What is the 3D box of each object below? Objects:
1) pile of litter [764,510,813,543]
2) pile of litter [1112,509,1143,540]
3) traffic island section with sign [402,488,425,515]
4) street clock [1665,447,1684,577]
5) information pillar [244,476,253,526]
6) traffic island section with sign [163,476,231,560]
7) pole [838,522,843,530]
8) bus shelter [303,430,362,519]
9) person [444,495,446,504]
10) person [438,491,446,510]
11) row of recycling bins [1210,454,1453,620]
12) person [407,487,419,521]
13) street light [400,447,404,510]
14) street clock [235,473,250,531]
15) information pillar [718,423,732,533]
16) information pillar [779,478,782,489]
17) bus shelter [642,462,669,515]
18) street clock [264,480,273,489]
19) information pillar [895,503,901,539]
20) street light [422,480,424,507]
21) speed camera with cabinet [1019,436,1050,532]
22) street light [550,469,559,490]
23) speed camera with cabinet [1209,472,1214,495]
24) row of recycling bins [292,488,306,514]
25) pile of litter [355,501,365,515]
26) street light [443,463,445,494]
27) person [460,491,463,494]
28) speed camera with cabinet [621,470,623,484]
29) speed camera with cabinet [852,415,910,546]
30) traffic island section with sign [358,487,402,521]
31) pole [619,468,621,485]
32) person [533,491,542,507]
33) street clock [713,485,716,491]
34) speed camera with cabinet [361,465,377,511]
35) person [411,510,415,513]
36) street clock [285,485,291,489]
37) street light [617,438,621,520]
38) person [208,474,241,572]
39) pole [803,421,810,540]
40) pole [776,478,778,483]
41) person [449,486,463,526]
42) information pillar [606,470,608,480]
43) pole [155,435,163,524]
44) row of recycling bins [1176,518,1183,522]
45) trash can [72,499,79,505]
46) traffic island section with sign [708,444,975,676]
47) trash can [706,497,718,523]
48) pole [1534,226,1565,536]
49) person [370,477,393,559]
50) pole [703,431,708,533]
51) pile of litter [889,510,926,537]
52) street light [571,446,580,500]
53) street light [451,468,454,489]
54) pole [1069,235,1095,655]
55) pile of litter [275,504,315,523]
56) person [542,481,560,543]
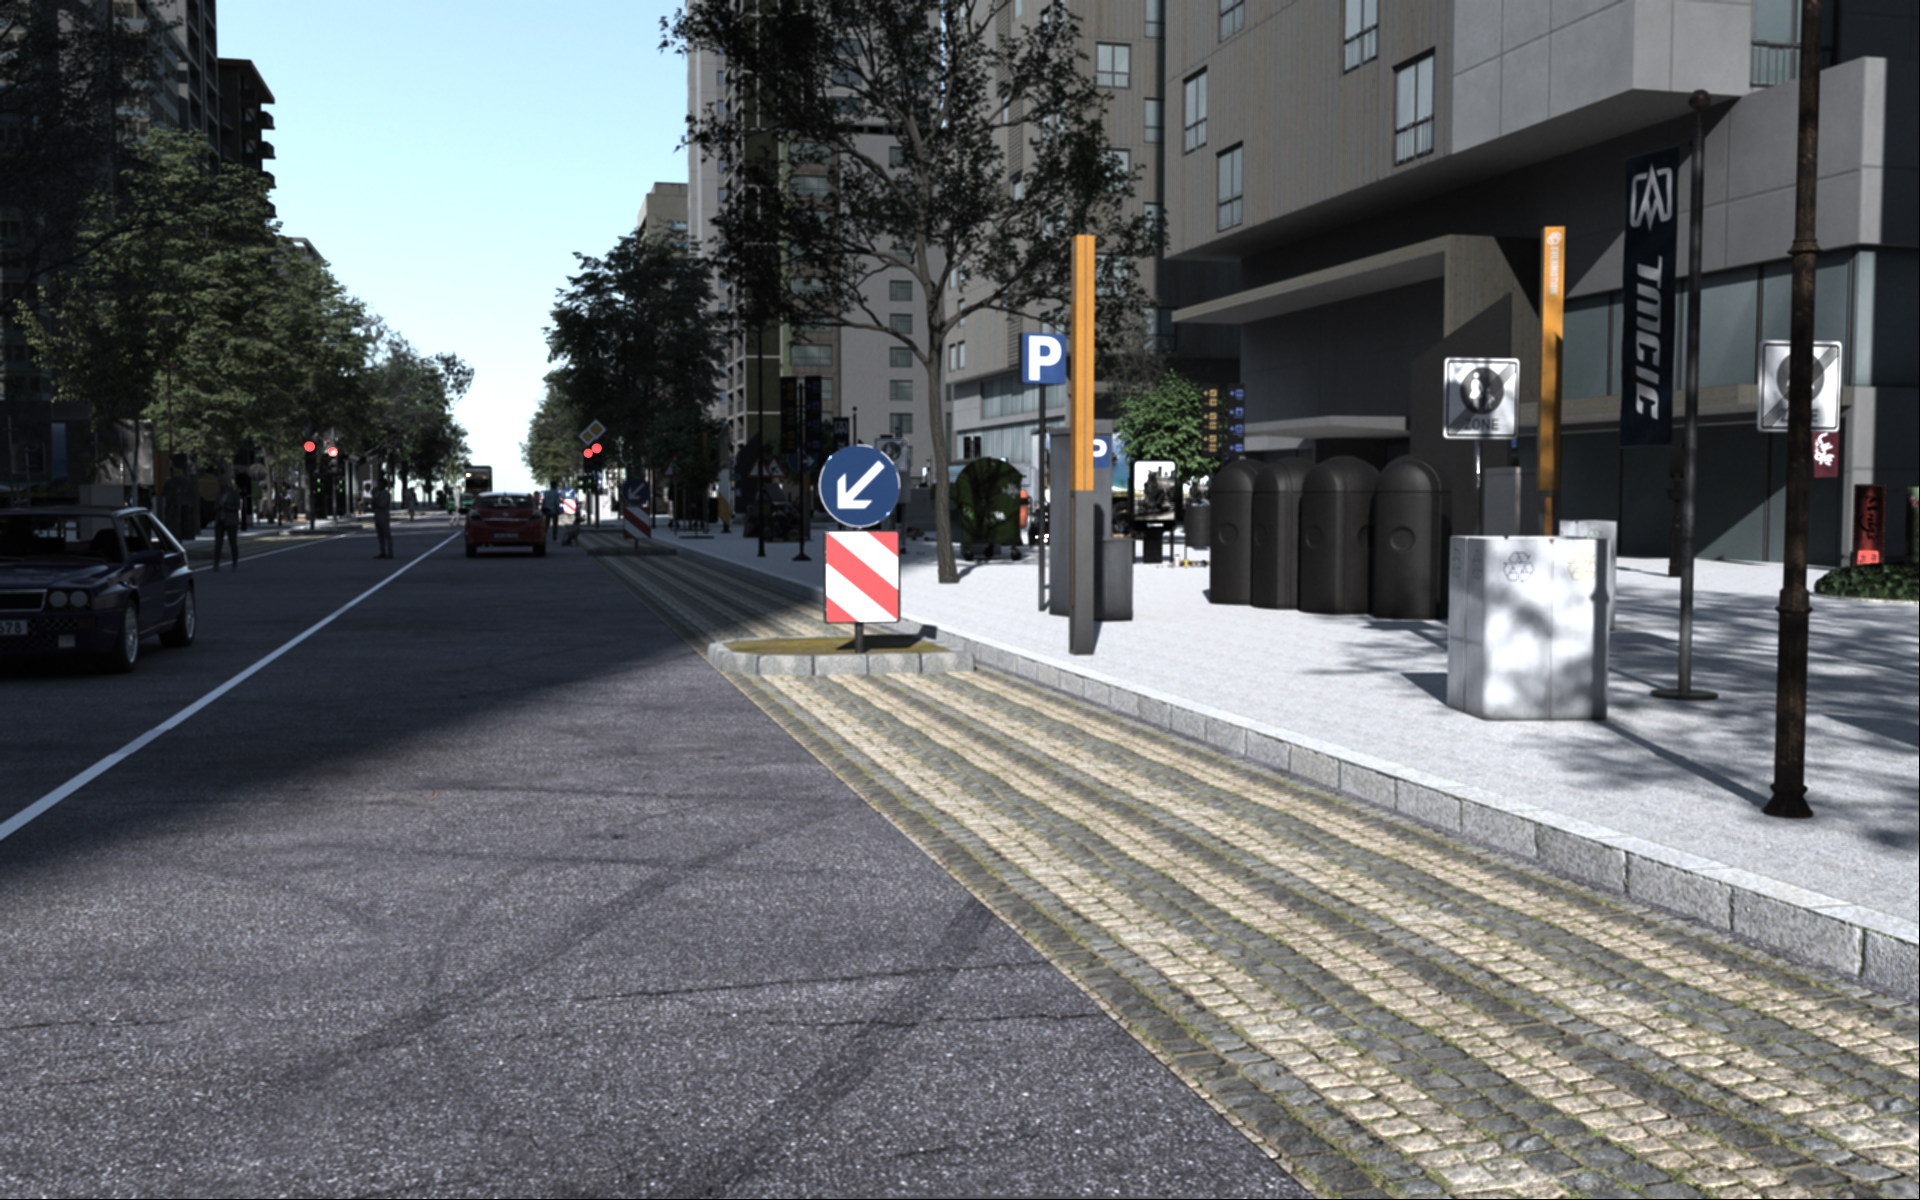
[{"bbox_3d":[-4.609,-1.984,46.410,1.719,0.858,1.176,-3,5,-40],"label":"pile of litter"},{"bbox_3d":[4.645,-2.128,48.761,1.719,0.858,1.176,1,4,19],"label":"pile of litter"},{"bbox_3d":[-37.636,-6.713,118.388,1.989,1.847,2.006,-1,4,-14],"label":"traffic island section with sign"},{"bbox_3d":[11.063,-1.354,26.716,0.358,2.002,0.471,2,4,27],"label":"street clock"},{"bbox_3d":[-28.346,-3.940,68.914,0.304,2.012,0.304,-3,5,-43],"label":"information pillar"},{"bbox_3d":[-17.139,-1.795,37.973,1.989,1.847,2.006,-1,4,-14],"label":"traffic island section with sign"},{"bbox_3d":[-4.292,-4.175,62.097,0.158,3.312,0.155,0,3,0],"label":"pole"},{"bbox_3d":[-33.514,-7.009,92.222,2.179,5.291,8.768,-1,4,-14],"label":"bus shelter"},{"bbox_3d":[-47.756,-9.073,160.071,0.599,1.433,0.991,0,4,-2],"label":"person"},{"bbox_3d":[-47.172,-9.085,157.589,0.434,1.755,0.990,2,4,29],"label":"person"},{"bbox_3d":[4.003,-0.735,19.135,1.069,1.692,3.534,-2,4,-30],"label":"row of recycling bins"},{"bbox_3d":[-28.762,-5.040,90.990,0.616,1.811,0.778,-1,4,-20],"label":"person"},{"bbox_3d":[-46.306,-10.463,143.850,0.468,5.910,1.993,-1,4,-14],"label":"street light"},{"bbox_3d":[-24.944,-3.406,60.261,0.471,2.002,0.358,-1,4,-23],"label":"street clock"},{"bbox_3d":[-7.769,-4.016,57.017,0.183,3.616,0.504,2,4,34],"label":"information pillar"},{"bbox_3d":[-15.152,-9.458,145.990,0.183,3.616,0.504,-2,4,-25],"label":"information pillar"},{"bbox_3d":[-18.981,-8.098,110.041,2.179,5.291,8.768,-1,4,-14],"label":"bus shelter"},{"bbox_3d":[-36.289,-5.290,91.066,0.471,2.002,0.358,1,4,16],"label":"street clock"},{"bbox_3d":[-1.695,-2.750,49.449,0.304,2.012,0.304,0,4,6],"label":"information pillar"},{"bbox_3d":[-53.738,-12.261,173.246,0.468,5.910,1.993,-1,4,-14],"label":"street light"},{"bbox_3d":[2.951,-3.929,58.573,2.038,3.252,0.660,2,4,33],"label":"speed camera with cabinet"},{"bbox_3d":[-56.697,-16.485,242.311,0.468,5.910,1.993,-1,4,-14],"label":"street light"},{"bbox_3d":[9.614,-4.528,68.370,0.660,3.252,2.038,1,4,18],"label":"speed camera with cabinet"},{"bbox_3d":[-42.248,-6.368,111.223,1.069,1.692,3.534,-1,4,-9],"label":"row of recycling bins"},{"bbox_3d":[-37.994,-5.808,108.927,1.176,0.858,1.719,-2,4,-26],"label":"pile of litter"},{"bbox_3d":[-66.801,-15.392,224.439,0.468,5.910,1.993,-1,4,-14],"label":"street light"},{"bbox_3d":[-39.374,-7.820,136.454,0.694,1.812,0.767,-3,4,-38],"label":"person"},{"bbox_3d":[-27.349,-9.090,142.965,0.660,3.252,2.038,-3,5,-43],"label":"speed camera with cabinet"},{"bbox_3d":[-2.013,-3.021,43.725,0.660,3.252,2.038,-2,4,-33],"label":"speed camera with cabinet"},{"bbox_3d":[-30.961,-5.110,92.178,1.989,1.847,2.006,-1,4,-14],"label":"traffic island section with sign"},{"bbox_3d":[-23.835,-7.790,121.217,0.158,3.312,0.155,0,3,0],"label":"pole"},{"bbox_3d":[-37.735,-8.886,154.503,1.217,1.735,0.721,0,4,5],"label":"person"},{"bbox_3d":[-20.394,-8.572,144.725,0.471,2.002,0.358,-2,4,-29],"label":"street clock"},{"bbox_3d":[-40.299,-7.474,116.532,2.038,3.252,0.660,1,4,15],"label":"speed camera with cabinet"},{"bbox_3d":[-40.993,-7.411,129.773,0.635,1.810,0.391,2,4,31],"label":"person"},{"bbox_3d":[-51.907,-7.908,133.870,0.358,2.002,0.471,0,4,4],"label":"street clock"},{"bbox_3d":[-17.188,-6.996,87.165,0.468,5.910,1.993,-1,4,-14],"label":"street light"},{"bbox_3d":[-13.574,-1.429,32.048,0.537,1.800,0.526,1,4,16],"label":"person"},{"bbox_3d":[-4.280,-3.324,48.195,0.158,3.312,0.155,0,3,0],"label":"pole"},{"bbox_3d":[-10.798,-6.626,102.184,0.158,3.312,0.155,0,3,0],"label":"pole"},{"bbox_3d":[-22.620,-4.250,78.111,0.853,1.813,0.709,-3,4,-36],"label":"person"},{"bbox_3d":[-29.450,-9.397,145.001,0.504,3.616,0.183,3,4,38],"label":"information pillar"},{"bbox_3d":[-27.697,-4.039,59.881,0.158,3.312,0.155,0,3,0],"label":"pole"},{"bbox_3d":[9.969,-4.465,80.123,1.069,1.692,3.534,-2,4,-31],"label":"row of recycling bins"},{"bbox_3d":[-23.569,-2.152,46.832,0.748,1.137,0.748,0,3,0],"label":"trash can"},{"bbox_3d":[-1.087,-0.364,14.572,1.989,1.847,2.006,-1,4,-14],"label":"traffic island section with sign"},{"bbox_3d":[-10.914,-3.935,75.998,0.748,1.137,0.748,0,3,0],"label":"trash can"},{"bbox_3d":[4.535,-1.193,13.342,0.158,3.312,0.155,0,3,0],"label":"pole"},{"bbox_3d":[-12.866,-1.820,38.445,0.511,1.800,0.466,2,4,24],"label":"person"},{"bbox_3d":[-8.301,-3.831,56.486,0.158,3.312,0.155,0,3,0],"label":"pole"},{"bbox_3d":[-1.571,-2.319,51.886,1.176,0.858,1.719,1,4,23],"label":"pile of litter"},{"bbox_3d":[-32.134,-10.557,145.397,0.468,5.910,1.993,-1,4,-14],"label":"street light"},{"bbox_3d":[-74.189,-17.151,253.212,0.468,5.910,1.993,-1,4,-14],"label":"street light"},{"bbox_3d":[0.971,-1.219,13.779,0.158,3.312,0.155,0,3,0],"label":"pole"},{"bbox_3d":[-29.569,-3.858,77.041,1.719,0.858,1.176,-1,4,-18],"label":"pile of litter"},{"bbox_3d":[-12.121,-2.612,51.228,0.660,1.820,0.620,1,4,18],"label":"person"}]
